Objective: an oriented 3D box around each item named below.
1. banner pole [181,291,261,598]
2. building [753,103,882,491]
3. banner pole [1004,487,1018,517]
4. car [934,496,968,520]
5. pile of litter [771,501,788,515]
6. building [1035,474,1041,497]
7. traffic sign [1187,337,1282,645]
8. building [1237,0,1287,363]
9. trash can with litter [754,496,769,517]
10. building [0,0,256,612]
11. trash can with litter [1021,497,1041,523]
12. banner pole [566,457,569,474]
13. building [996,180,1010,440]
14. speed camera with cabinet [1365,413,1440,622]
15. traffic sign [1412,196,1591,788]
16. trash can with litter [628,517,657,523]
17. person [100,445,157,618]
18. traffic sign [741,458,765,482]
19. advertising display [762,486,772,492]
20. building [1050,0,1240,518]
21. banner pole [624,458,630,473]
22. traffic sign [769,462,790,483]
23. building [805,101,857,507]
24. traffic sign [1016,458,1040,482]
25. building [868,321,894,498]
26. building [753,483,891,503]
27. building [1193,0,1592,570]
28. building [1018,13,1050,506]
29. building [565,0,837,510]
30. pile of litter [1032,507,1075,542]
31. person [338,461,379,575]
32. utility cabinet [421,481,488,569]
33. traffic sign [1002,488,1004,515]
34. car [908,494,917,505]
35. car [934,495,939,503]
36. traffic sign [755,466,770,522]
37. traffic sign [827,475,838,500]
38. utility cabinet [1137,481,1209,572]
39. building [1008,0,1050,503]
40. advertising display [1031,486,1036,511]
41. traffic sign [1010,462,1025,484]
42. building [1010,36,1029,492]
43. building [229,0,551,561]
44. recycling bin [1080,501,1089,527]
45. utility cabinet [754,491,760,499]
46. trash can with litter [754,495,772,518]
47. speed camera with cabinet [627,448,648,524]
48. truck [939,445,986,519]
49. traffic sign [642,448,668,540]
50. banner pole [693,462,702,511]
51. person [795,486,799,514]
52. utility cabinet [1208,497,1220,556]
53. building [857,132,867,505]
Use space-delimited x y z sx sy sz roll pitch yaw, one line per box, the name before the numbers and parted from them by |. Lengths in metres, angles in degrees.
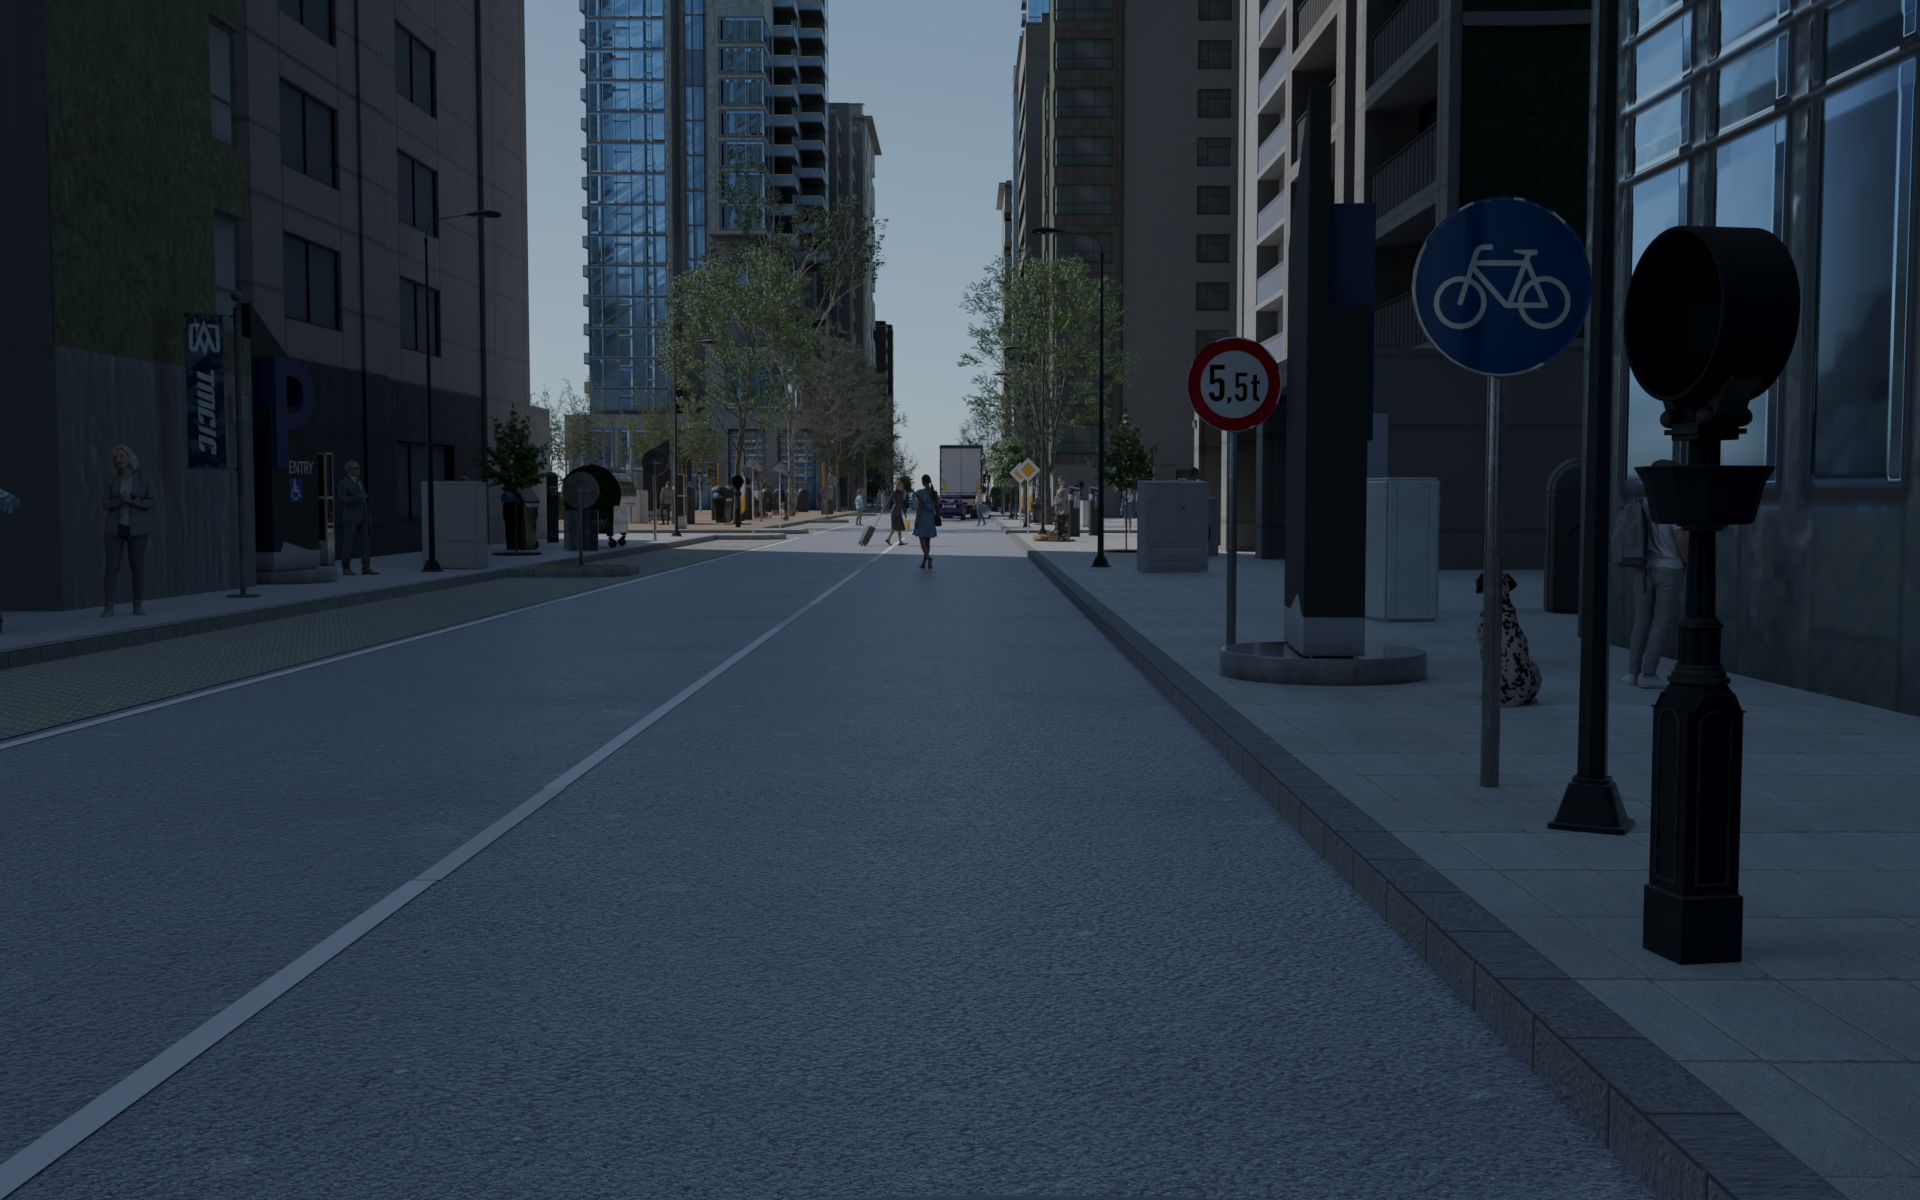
banner pole | -9.098 -1.914 21.312 0.863 3.779 0.401 -3 5 -43
building | -25.567 -39.665 237.763 28.713 52.752 27.495 0 4 0
banner pole | 2.935 -6.671 99.085 0.863 3.779 0.401 3 4 37
car | -0.552 -5.074 95.533 1.945 1.354 3.894 0 4 1
pile of litter | -10.845 -5.523 104.270 1.719 0.858 1.176 -1 4 -14
building | 22.770 -28.014 149.912 32.217 40.220 23.993 0 4 0
traffic sign | 2.226 -0.859 14.143 0.768 2.556 0.104 0 4 3
building | 27.722 -32.637 75.615 28.212 58.520 21.231 0 4 0
trash can with litter | -11.094 -5.187 96.194 1.055 1.170 0.624 1 4 18
building | -16.805 -20.329 15.969 14.154 41.232 14.086 0 4 0
trash can with litter | 3.238 -3.940 75.809 1.055 1.170 0.624 -3 4 -37
banner pole | -25.736 -7.560 113.626 0.401 3.779 0.863 -2 4 -24
building | 20.453 -42.452 283.332 28.713 52.752 27.495 0 4 0
speed camera with cabinet | 4.390 -1.461 18.229 0.660 3.252 2.038 0 4 -8
traffic sign | 2.326 -0.454 7.528 0.768 2.556 0.104 0 4 1
trash can with litter | -14.570 -4.079 77.744 2.233 1.210 1.678 -2 4 -25
person | -8.742 -0.734 18.222 0.537 1.800 0.526 -1 4 -9
traffic sign | -6.608 -3.239 55.146 0.795 2.593 0.064 0 4 0
advertising display | -15.286 -8.036 136.595 0.974 1.923 0.123 -1 4 -16
building | 12.004 -19.984 98.437 14.160 30.474 14.107 0 4 0
banner pole | -23.382 -8.044 121.538 0.863 3.779 0.401 3 5 43
traffic sign | -6.581 -3.727 63.131 0.795 2.593 0.064 0 4 0
building | -18.319 -30.105 175.804 14.154 41.232 14.086 0 4 0
traffic sign | 2.186 -3.236 55.096 0.795 2.593 0.064 0 4 0
building | -18.144 -31.319 283.765 14.160 30.474 14.107 0 4 0
building | -26.905 -34.984 263.863 32.217 40.220 23.993 0 4 0
building | 16.108 -36.289 31.578 20.563 71.187 20.611 0 4 0
building | 16.781 -33.562 172.432 21.300 48.544 21.600 0 4 0
building | -21.698 -51.331 151.932 22.319 86.520 31.000 0 4 0
pile of litter | 2.533 -2.015 46.912 1.176 0.858 1.719 0 4 3
person | -9.504 -1.295 27.393 0.590 1.801 0.661 1 4 18
utility cabinet | -8.656 -1.285 29.691 1.173 1.500 0.318 2 4 24
traffic sign | 2.583 -6.377 104.367 0.768 2.556 0.104 0 4 3
car | -5.861 -11.688 199.896 1.959 1.807 4.718 0 4 1
car | -3.180 -11.749 201.129 2.155 1.783 4.494 0 4 -1
traffic sign | -9.016 -4.796 78.518 0.768 2.556 0.104 0 4 5
traffic sign | -8.637 -7.143 116.891 0.768 2.556 0.104 0 4 8
utility cabinet | 3.502 -1.208 28.433 1.173 1.500 0.318 -1 4 -22
building | 16.574 -57.468 252.272 22.319 86.520 31.000 0 4 0
advertising display | 5.412 -7.762 132.122 0.123 1.923 0.974 3 5 43
traffic sign | 2.213 -3.724 63.082 0.795 2.593 0.064 0 4 0
building | 20.716 -37.159 196.792 28.713 52.752 27.495 0 4 0
building | -22.166 -36.672 37.836 20.611 71.187 20.563 0 4 0
recycling bin | 5.055 -3.338 67.126 0.722 1.027 0.722 0 4 -5
utility cabinet | -15.129 -7.329 128.508 0.318 1.500 1.173 -2 4 -31
trash can with litter | -10.514 -4.925 91.580 1.678 1.210 2.233 -2 4 -28
speed camera with cabinet | -14.213 -4.957 75.390 0.660 3.252 2.038 1 4 11
truck | 0.128 -7.042 104.049 2.839 4.237 11.283 0 4 1
traffic sign | -8.497 -2.942 48.204 0.768 2.556 0.104 1 4 9
banner pole | -20.144 -8.733 132.805 0.863 3.779 0.401 0 4 3
person | -10.696 -6.518 112.799 0.466 1.800 0.511 -3 5 -40
utility cabinet | 4.926 -1.516 35.949 1.020 1.237 0.306 -3 4 -37
building | -17.719 -30.964 189.861 14.154 41.232 14.086 0 4 0
